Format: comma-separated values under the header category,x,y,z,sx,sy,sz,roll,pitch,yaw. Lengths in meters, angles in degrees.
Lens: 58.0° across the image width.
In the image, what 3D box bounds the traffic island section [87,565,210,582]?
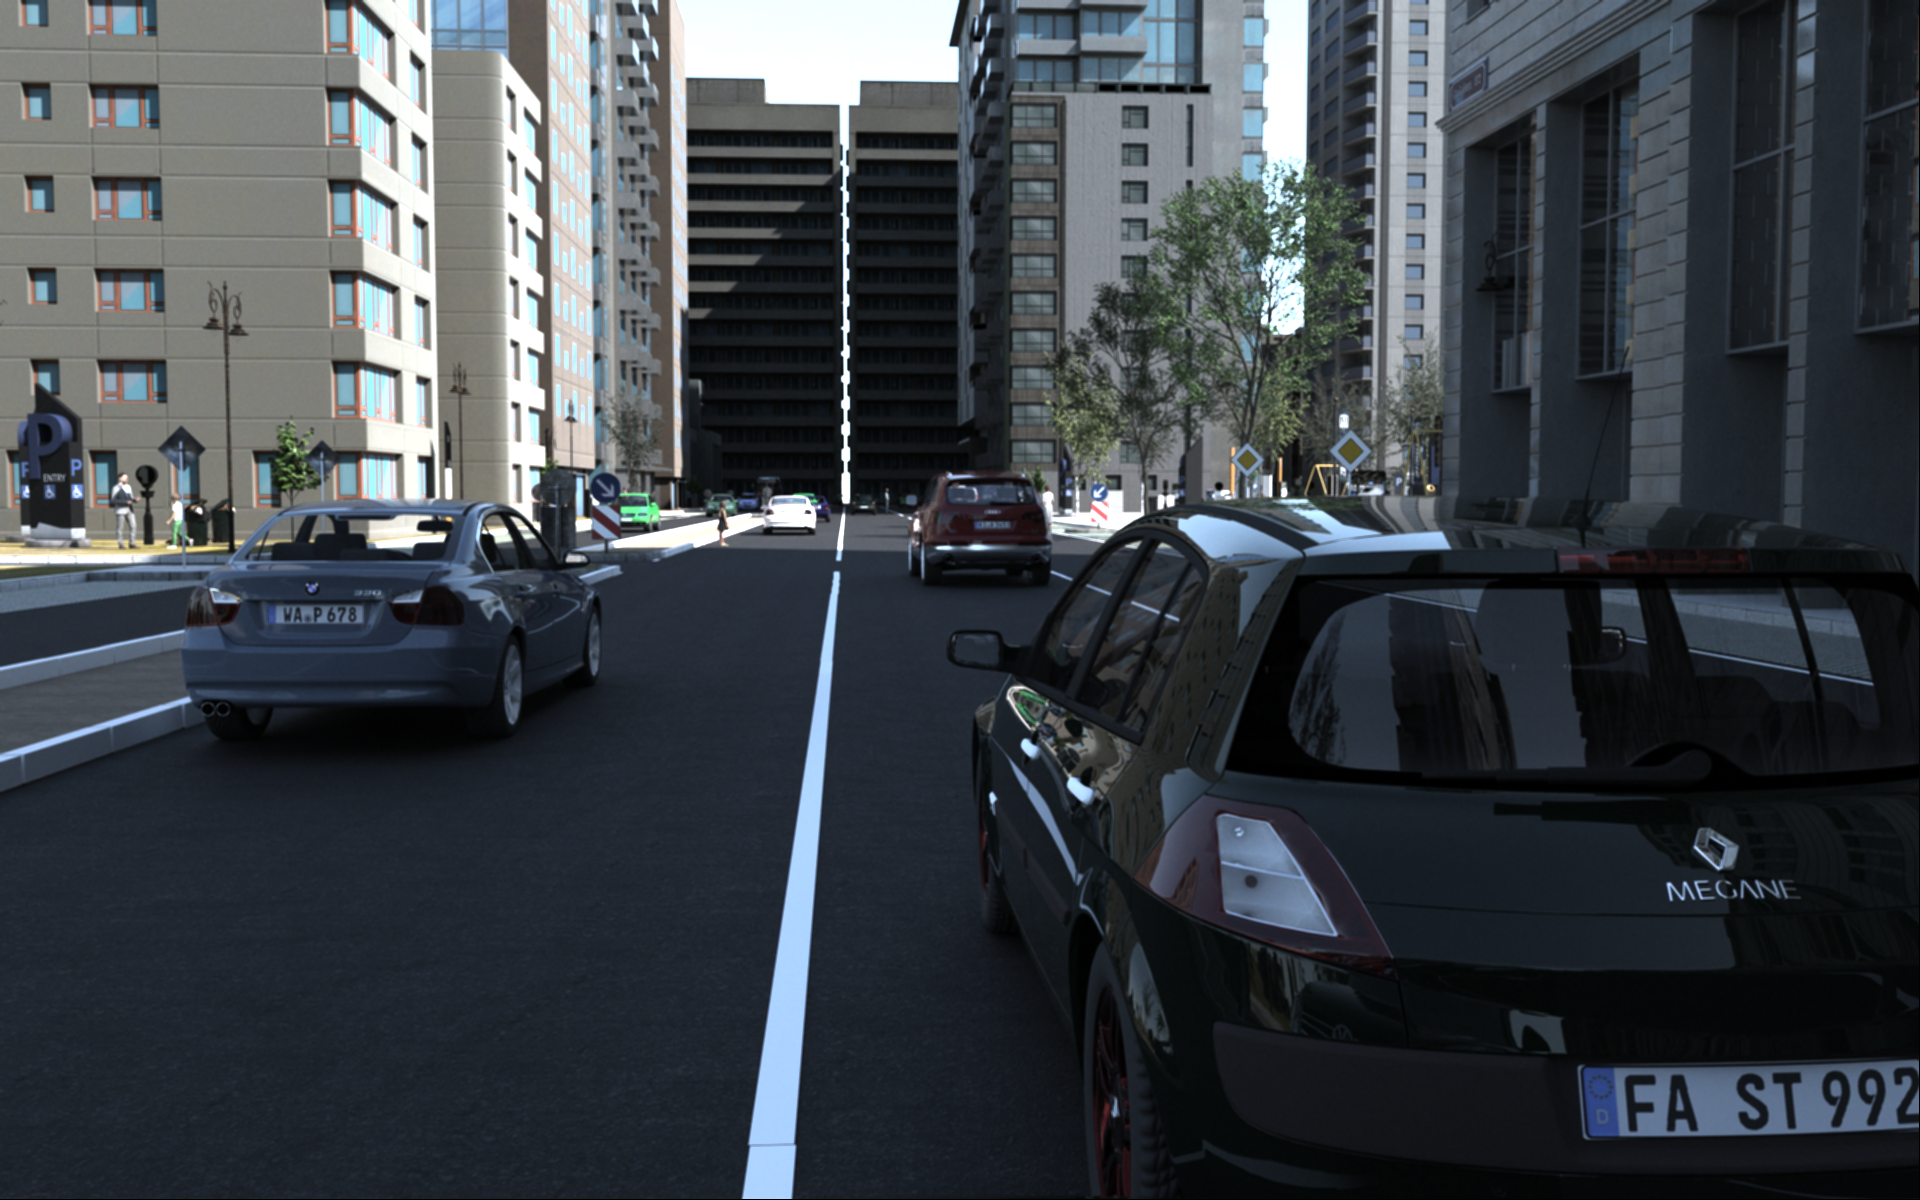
category,x,y,z,sx,sy,sz,roll,pitch,yaw
traffic island section,-13.369,-0.459,29.780,2.009,0.180,2.903,0,4,-4

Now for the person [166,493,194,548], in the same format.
category,x,y,z,sx,sy,sz,roll,pitch,yaw
person,-18.447,-1.874,40.931,0.590,1.304,0.306,-1,4,-22

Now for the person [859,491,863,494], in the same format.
category,x,y,z,sx,sy,sz,roll,pitch,yaw
person,-9.772,-9.753,168.778,0.721,1.723,1.217,0,4,1

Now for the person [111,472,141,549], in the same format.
category,x,y,z,sx,sy,sz,roll,pitch,yaw
person,-19.527,-2.101,40.598,0.583,1.804,0.606,1,4,14

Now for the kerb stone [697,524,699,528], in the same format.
category,x,y,z,sx,sy,sz,roll,pitch,yaw
kerb stone,-10.875,-2.977,70.870,0.120,0.150,1.000,0,4,-4

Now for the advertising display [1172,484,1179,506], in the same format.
category,x,y,z,sx,sy,sz,roll,pitch,yaw
advertising display,13.622,-6.286,107.991,0.123,1.923,0.974,-3,4,-38

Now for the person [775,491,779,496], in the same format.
category,x,y,z,sx,sy,sz,roll,pitch,yaw
person,-17.898,-9.728,168.267,0.721,1.735,1.217,-3,5,-40

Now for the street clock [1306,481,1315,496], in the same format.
category,x,y,z,sx,sy,sz,roll,pitch,yaw
street clock,19.555,-5.643,96.839,0.471,2.002,0.358,-1,4,-9

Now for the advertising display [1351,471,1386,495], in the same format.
category,x,y,z,sx,sy,sz,roll,pitch,yaw
advertising display,11.228,-2.600,47.717,0.974,1.923,0.123,1,4,17

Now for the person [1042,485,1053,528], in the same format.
category,x,y,z,sx,sy,sz,roll,pitch,yaw
person,3.119,-3.256,62.300,0.480,1.755,0.524,-2,4,-28

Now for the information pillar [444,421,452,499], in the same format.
category,x,y,z,sx,sy,sz,roll,pitch,yaw
information pillar,-16.518,-3.948,55.911,0.183,3.616,0.504,0,4,-4

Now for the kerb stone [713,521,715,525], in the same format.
category,x,y,z,sx,sy,sz,roll,pitch,yaw
kerb stone,-11.415,-3.478,79.054,0.120,0.150,1.000,0,4,-4

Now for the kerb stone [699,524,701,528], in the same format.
category,x,y,z,sx,sy,sz,roll,pitch,yaw
kerb stone,-10.951,-3.040,71.894,0.120,0.150,1.000,0,4,-4

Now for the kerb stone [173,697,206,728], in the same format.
category,x,y,z,sx,sy,sz,roll,pitch,yaw
kerb stone,-4.829,0.680,11.076,0.120,0.150,1.000,0,4,-4

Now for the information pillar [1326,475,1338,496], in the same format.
category,x,y,z,sx,sy,sz,roll,pitch,yaw
information pillar,14.264,-3.791,66.473,0.304,2.012,0.304,-3,4,-37

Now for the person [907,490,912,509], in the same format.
category,x,y,z,sx,sy,sz,roll,pitch,yaw
person,-4.939,-9.928,170.853,1.348,1.821,0.705,3,5,43

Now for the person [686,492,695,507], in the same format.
category,x,y,z,sx,sy,sz,roll,pitch,yaw
person,-25.977,-9.798,166.224,1.348,1.826,0.705,-3,5,-40

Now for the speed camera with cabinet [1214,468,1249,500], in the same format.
category,x,y,z,sx,sy,sz,roll,pitch,yaw
speed camera with cabinet,14.010,-5.810,89.329,2.038,3.252,0.660,-3,4,-37

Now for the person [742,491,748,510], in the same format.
category,x,y,z,sx,sy,sz,roll,pitch,yaw
person,-19.879,-9.216,159.983,0.742,1.727,0.445,2,4,27

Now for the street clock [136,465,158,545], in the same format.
category,x,y,z,sx,sy,sz,roll,pitch,yaw
street clock,-20.496,-2.394,43.706,0.471,2.002,0.358,0,4,-8

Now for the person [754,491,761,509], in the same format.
category,x,y,z,sx,sy,sz,roll,pitch,yaw
person,-19.221,-9.489,164.449,0.445,1.727,0.742,2,4,33

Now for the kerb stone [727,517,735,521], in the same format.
category,x,y,z,sx,sy,sz,roll,pitch,yaw
kerb stone,-12.363,-4.355,93.393,0.120,0.150,1.000,0,4,-4

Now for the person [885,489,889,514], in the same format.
category,x,y,z,sx,sy,sz,roll,pitch,yaw
person,-5.138,-6.944,122.120,0.705,1.814,1.350,0,4,-3

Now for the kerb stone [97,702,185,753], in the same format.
category,x,y,z,sx,sy,sz,roll,pitch,yaw
kerb stone,-4.768,0.743,10.051,0.120,0.150,1.000,0,4,-4

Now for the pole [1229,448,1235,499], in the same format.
category,x,y,z,sx,sy,sz,roll,pitch,yaw
pole,11.939,-5.029,76.068,0.158,3.312,0.155,0,3,0

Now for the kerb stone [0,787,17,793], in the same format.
category,x,y,z,sx,sy,sz,roll,pitch,yaw
kerb stone,-4.634,0.869,7.998,0.120,0.150,1.000,0,4,-4

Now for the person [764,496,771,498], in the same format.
category,x,y,z,sx,sy,sz,roll,pitch,yaw
person,-15.940,-8.244,143.289,0.705,1.824,1.348,-3,4,-37

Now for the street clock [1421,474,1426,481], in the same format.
category,x,y,z,sx,sy,sz,roll,pitch,yaw
street clock,16.954,-3.627,63.865,0.358,2.002,0.471,-1,4,-21

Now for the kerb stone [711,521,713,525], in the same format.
category,x,y,z,sx,sy,sz,roll,pitch,yaw
kerb stone,-11.338,-3.413,78.031,0.120,0.150,1.000,0,4,-4

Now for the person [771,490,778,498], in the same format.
category,x,y,z,sx,sy,sz,roll,pitch,yaw
person,-16.211,-8.673,150.331,1.348,1.821,0.705,1,4,17

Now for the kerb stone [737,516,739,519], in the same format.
category,x,y,z,sx,sy,sz,roll,pitch,yaw
kerb stone,-12.559,-4.541,96.469,0.120,0.150,1.000,0,4,-4

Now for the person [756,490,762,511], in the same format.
category,x,y,z,sx,sy,sz,roll,pitch,yaw
person,-17.592,-8.696,151.211,0.750,1.759,0.617,0,4,1

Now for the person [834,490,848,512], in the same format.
category,x,y,z,sx,sy,sz,roll,pitch,yaw
person,-9.679,-8.049,140.884,1.217,1.735,0.721,1,4,22

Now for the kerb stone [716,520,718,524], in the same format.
category,x,y,z,sx,sy,sz,roll,pitch,yaw
kerb stone,-11.559,-3.603,81.104,0.120,0.150,1.000,0,4,-4

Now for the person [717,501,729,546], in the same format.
category,x,y,z,sx,sy,sz,roll,pitch,yaw
person,-6.581,-2.140,48.161,0.373,1.253,0.362,-2,4,-28

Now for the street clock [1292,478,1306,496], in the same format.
category,x,y,z,sx,sy,sz,roll,pitch,yaw
street clock,15.182,-4.496,78.081,0.471,2.002,0.358,-2,4,-35

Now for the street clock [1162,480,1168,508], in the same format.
category,x,y,z,sx,sy,sz,roll,pitch,yaw
street clock,10.566,-5.169,89.084,0.358,2.002,0.471,0,4,4

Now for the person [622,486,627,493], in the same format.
category,x,y,z,sx,sy,sz,roll,pitch,yaw
person,-20.516,-6.079,106.029,0.593,1.750,0.643,3,4,37

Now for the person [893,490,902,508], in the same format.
category,x,y,z,sx,sy,sz,roll,pitch,yaw
person,-6.349,-10.620,182.106,1.348,1.831,0.705,0,4,-5

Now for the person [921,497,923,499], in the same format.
category,x,y,z,sx,sy,sz,roll,pitch,yaw
person,-3.123,-9.539,164.429,1.348,1.831,0.705,-3,4,-38

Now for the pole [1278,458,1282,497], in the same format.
category,x,y,z,sx,sy,sz,roll,pitch,yaw
pole,17.841,-6.290,96.678,0.158,3.312,0.155,0,3,0

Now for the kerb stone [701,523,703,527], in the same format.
category,x,y,z,sx,sy,sz,roll,pitch,yaw
kerb stone,-11.010,-3.100,72.921,0.120,0.150,1.000,0,4,-4

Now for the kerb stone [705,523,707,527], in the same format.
category,x,y,z,sx,sy,sz,roll,pitch,yaw
kerb stone,-11.148,-3.226,74.963,0.120,0.150,1.000,0,4,-4

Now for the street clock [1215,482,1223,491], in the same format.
category,x,y,z,sx,sy,sz,roll,pitch,yaw
street clock,15.645,-6.118,104.599,0.471,2.002,0.358,1,4,19

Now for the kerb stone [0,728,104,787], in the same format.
category,x,y,z,sx,sy,sz,roll,pitch,yaw
kerb stone,-4.703,0.805,9.031,0.120,0.150,1.000,0,4,-4

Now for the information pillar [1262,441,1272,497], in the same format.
category,x,y,z,sx,sy,sz,roll,pitch,yaw
information pillar,13.497,-5.181,76.061,0.183,3.616,0.504,-3,4,-38

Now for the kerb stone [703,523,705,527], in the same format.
category,x,y,z,sx,sy,sz,roll,pitch,yaw
kerb stone,-11.085,-3.163,73.942,0.120,0.150,1.000,0,4,-4

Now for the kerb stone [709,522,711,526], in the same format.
category,x,y,z,sx,sy,sz,roll,pitch,yaw
kerb stone,-11.272,-3.353,77.011,0.120,0.150,1.000,0,4,-4

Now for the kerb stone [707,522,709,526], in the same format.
category,x,y,z,sx,sy,sz,roll,pitch,yaw
kerb stone,-11.210,-3.290,75.984,0.120,0.150,1.000,0,4,-4

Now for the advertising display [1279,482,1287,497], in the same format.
category,x,y,z,sx,sy,sz,roll,pitch,yaw
advertising display,16.935,-5.237,90.844,0.123,1.923,0.974,2,4,29
